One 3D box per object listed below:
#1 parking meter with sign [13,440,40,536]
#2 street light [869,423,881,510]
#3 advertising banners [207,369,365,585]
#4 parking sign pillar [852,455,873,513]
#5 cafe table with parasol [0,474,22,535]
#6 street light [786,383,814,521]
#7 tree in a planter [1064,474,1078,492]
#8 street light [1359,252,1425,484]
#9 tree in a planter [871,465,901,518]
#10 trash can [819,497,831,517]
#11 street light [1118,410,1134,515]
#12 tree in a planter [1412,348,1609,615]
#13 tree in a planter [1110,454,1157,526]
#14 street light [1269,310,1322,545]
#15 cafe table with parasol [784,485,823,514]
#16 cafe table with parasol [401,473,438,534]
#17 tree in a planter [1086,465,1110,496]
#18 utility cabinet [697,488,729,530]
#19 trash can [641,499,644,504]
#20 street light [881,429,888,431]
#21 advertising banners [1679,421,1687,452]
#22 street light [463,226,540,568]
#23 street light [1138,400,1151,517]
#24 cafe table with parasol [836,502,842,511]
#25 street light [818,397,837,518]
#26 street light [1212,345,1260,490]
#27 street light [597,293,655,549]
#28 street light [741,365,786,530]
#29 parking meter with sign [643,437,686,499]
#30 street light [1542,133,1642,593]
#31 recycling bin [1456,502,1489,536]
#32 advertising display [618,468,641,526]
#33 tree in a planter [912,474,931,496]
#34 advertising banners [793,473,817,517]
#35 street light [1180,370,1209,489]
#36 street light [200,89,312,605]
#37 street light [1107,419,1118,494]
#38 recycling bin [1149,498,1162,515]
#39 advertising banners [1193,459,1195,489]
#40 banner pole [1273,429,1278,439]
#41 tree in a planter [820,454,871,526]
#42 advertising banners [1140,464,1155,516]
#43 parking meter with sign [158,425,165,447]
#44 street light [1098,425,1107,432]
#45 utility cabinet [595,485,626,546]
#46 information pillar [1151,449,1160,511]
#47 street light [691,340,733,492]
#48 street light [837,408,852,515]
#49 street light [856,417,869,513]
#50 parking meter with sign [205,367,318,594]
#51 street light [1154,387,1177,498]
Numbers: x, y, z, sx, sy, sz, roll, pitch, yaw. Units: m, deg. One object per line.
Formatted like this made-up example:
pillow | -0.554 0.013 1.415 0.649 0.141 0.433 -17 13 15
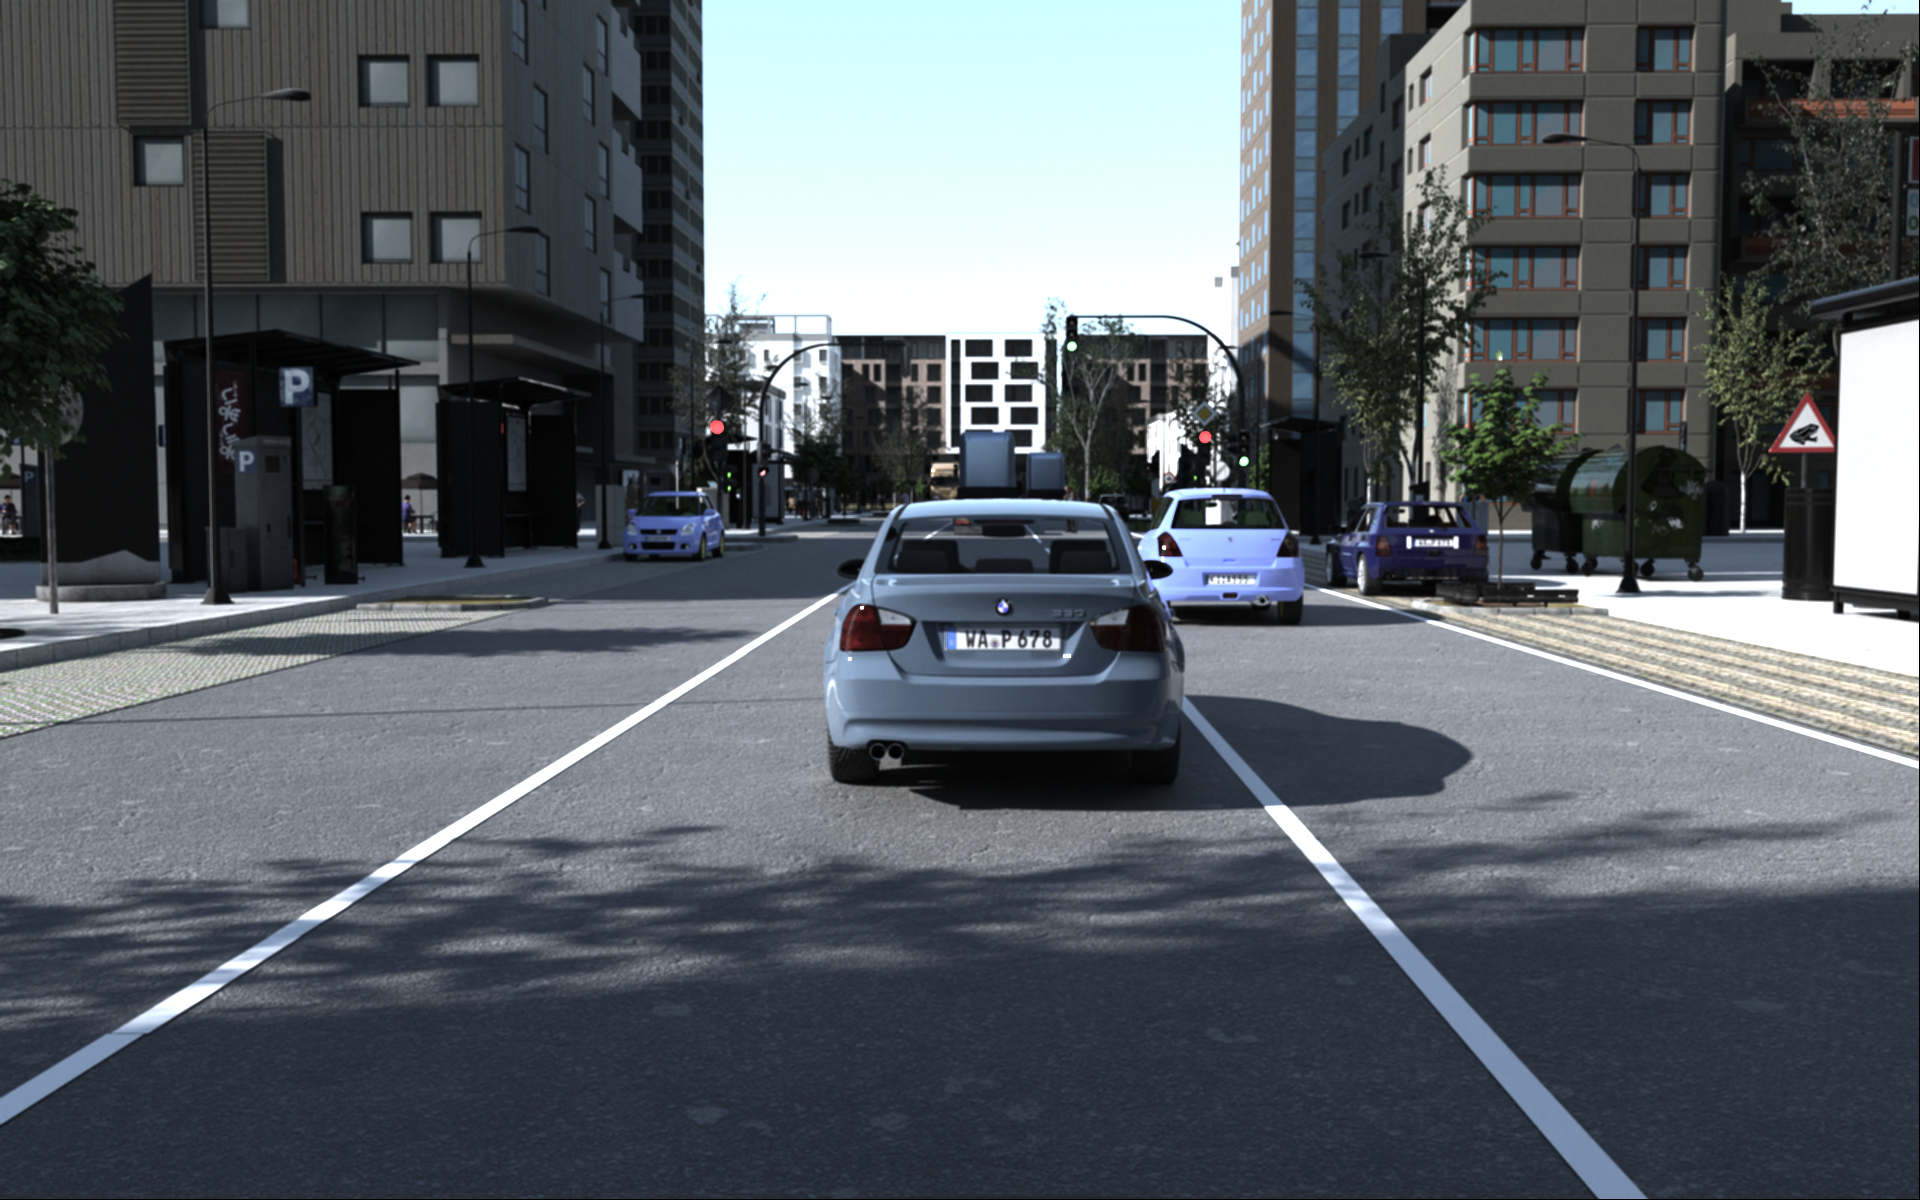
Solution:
parking meter with sign | -23.177 -2.882 43.378 0.543 3.016 1.738 -1 4 -11
street light | -6.128 -8.653 114.011 1.470 5.913 1.316 0 4 1
advertising banners | -9.515 -1.729 24.455 2.074 3.025 0.090 0 4 -6
parking sign pillar | -6.755 -8.028 119.728 1.447 3.967 1.447 -1 4 -9
cafe table with parasol | -29.945 -3.047 54.678 2.610 1.966 2.610 2 4 25
street light | -7.025 -6.116 72.539 1.470 5.913 1.316 0 4 1
tree in a planter | 9.561 -9.580 153.862 1.991 3.239 1.994 0 4 1
street light | 8.336 -3.718 33.335 1.470 5.913 1.316 0 4 1
tree in a planter | -4.544 -6.587 104.926 1.991 3.239 1.994 0 4 1
trash can | -7.405 -5.106 95.135 0.748 1.137 0.748 0 3 0
street light | 9.693 -7.542 95.846 1.470 5.913 1.316 0 4 1
tree in a planter | 6.669 -1.473 21.303 1.991 3.239 1.994 0 4 1
tree in a planter | 7.893 -4.900 77.344 1.991 3.239 1.994 0 4 1
street light | 8.510 -4.364 43.894 1.470 5.913 1.316 0 4 1
cafe table with parasol | -10.417 -6.481 110.823 2.610 1.966 2.610 1 4 9
cafe table with parasol | -17.504 -3.144 56.274 2.610 1.966 2.610 0 4 -3
tree in a planter | 8.497 -6.560 104.479 1.991 3.239 1.994 0 4 1
utility cabinet | -8.640 -3.180 60.667 1.173 1.500 0.318 -3 5 -45
trash can | -10.188 -2.763 56.821 0.748 1.137 0.748 0 3 0
street light | -5.831 -9.271 124.122 1.470 5.913 1.316 0 4 1
advertising banners | 17.466 -2.834 42.516 0.090 3.025 2.074 0 4 5
street light | -7.963 -3.523 30.142 1.470 5.913 1.316 0 4 1
street light | 9.545 -6.923 85.732 1.470 5.913 1.316 0 4 1
cafe table with parasol | -9.482 -7.377 125.479 2.610 1.966 2.610 3 5 43
street light | -6.826 -6.739 82.727 1.470 5.913 1.316 0 4 1
street light | 8.770 -4.992 54.163 1.470 5.913 1.316 0 4 1
street light | -7.758 -4.142 40.255 1.470 5.913 1.316 0 4 1
street light | -7.202 -5.498 62.425 1.470 5.913 1.316 0 4 1
parking meter with sign | -9.249 -3.447 52.625 1.738 3.016 0.543 -1 4 -22
street light | 8.187 -3.052 22.439 1.470 5.913 1.316 0 4 1
recycling bin | 15.809 -2.503 53.485 0.722 1.027 0.722 -2 4 -28
advertising display | -8.340 -2.356 43.734 0.123 1.923 0.974 1 4 17
tree in a planter | -3.471 -9.604 154.253 1.991 3.239 1.994 0 4 1
advertising banners | -8.605 -6.096 95.861 0.090 3.025 2.074 3 4 38
street light | 9.005 -5.643 64.811 1.470 5.913 1.316 0 4 1
street light | -8.133 -2.904 20.028 1.470 5.913 1.316 0 4 1
street light | 9.986 -8.203 106.663 1.470 5.913 1.316 0 4 1
recycling bin | 12.173 -5.792 107.248 0.722 1.027 0.722 -1 4 -18
advertising banners | 11.820 -5.533 86.660 0.090 3.025 2.074 0 4 -2
banner pole | 11.416 -4.447 62.720 0.401 3.779 0.863 0 3 0
tree in a planter | -5.151 -4.879 76.997 1.991 3.239 1.994 0 4 1
advertising banners | 11.314 -6.326 99.612 2.074 3.025 0.090 1 4 9
parking meter with sign | -19.307 -2.909 43.829 1.738 3.016 0.543 1 4 12
street light | 10.246 -8.822 116.774 1.470 5.913 1.316 0 4 1
utility cabinet | -8.535 -2.060 42.366 0.318 1.500 1.173 -2 4 -34
information pillar | 10.167 -6.027 89.893 0.504 3.616 0.183 3 5 43
street light | -7.534 -4.875 52.244 1.470 5.913 1.316 0 4 1
street light | -6.581 -7.374 93.109 1.470 5.913 1.316 0 4 1
street light | -6.400 -8.034 103.900 1.470 5.913 1.316 0 4 1
parking meter with sign | -9.300 -1.638 23.048 0.543 3.016 1.738 1 4 16
street light | 9.272 -6.279 75.203 1.470 5.913 1.316 0 4 1
